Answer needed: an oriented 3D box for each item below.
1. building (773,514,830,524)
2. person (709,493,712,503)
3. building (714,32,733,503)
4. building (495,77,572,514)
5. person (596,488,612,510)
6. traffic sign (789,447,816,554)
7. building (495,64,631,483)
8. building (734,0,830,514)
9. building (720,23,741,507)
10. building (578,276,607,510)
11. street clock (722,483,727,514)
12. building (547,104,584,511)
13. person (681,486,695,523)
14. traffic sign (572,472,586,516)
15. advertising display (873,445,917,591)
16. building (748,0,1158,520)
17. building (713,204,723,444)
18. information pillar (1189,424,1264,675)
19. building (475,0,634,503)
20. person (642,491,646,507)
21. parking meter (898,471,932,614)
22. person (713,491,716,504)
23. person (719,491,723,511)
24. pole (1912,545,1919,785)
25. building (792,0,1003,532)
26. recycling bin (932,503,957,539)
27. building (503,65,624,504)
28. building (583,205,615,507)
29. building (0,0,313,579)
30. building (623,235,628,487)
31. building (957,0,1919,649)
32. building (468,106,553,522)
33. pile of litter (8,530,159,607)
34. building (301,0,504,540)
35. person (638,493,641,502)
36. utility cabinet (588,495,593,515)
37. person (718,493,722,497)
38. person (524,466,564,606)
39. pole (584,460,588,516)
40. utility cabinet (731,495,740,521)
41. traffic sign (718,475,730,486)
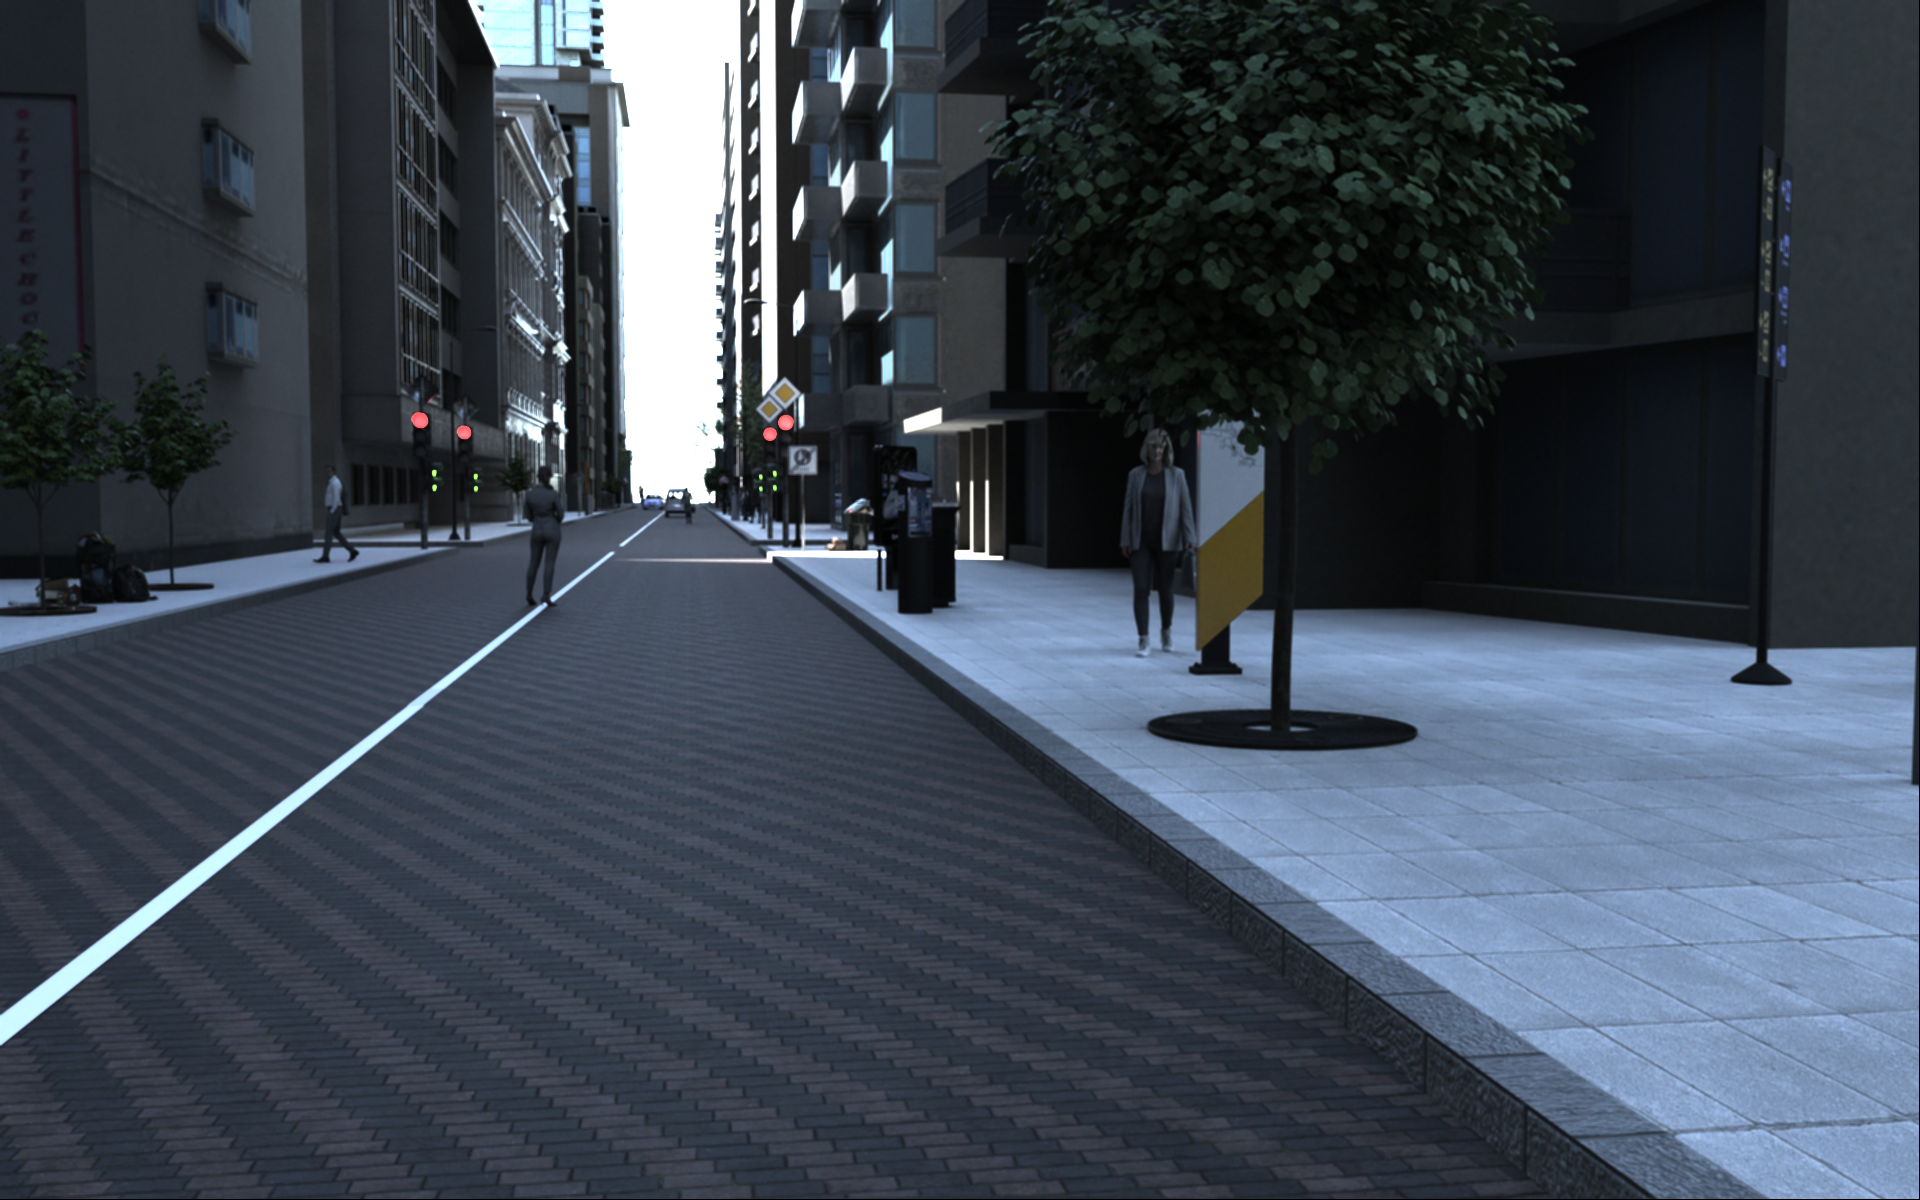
[{"bbox_3d":[-2.106,-26.359,81.085,14.600,45.320,14.200,-1,4,-9],"label":"building"},{"bbox_3d":[-35.939,-14.851,248.868,0.705,1.822,1.348,-1,4,-22],"label":"person"},{"bbox_3d":[-22.382,-56.491,236.300,22.319,86.520,31.000,-1,4,-9],"label":"building"},{"bbox_3d":[-32.044,-19.663,108.884,14.401,28.519,23.554,-1,4,-9],"label":"building"},{"bbox_3d":[-29.591,-8.435,144.041,1.350,1.814,0.705,-1,4,-14],"label":"person"},{"bbox_3d":[-3.329,-2.116,36.723,0.606,2.300,0.079,0,4,-1],"label":"traffic sign"},{"bbox_3d":[-55.939,-38.402,217.106,28.713,52.752,27.495,-1,4,-9],"label":"building"},{"bbox_3d":[-10.344,-29.657,135.002,14.600,45.320,14.200,-1,4,-9],"label":"building"},{"bbox_3d":[-15.013,-34.548,188.556,21.300,48.544,21.600,-1,4,-9],"label":"building"},{"bbox_3d":[-45.348,-18.615,149.397,27.650,21.520,28.899,-1,4,-9],"label":"building"},{"bbox_3d":[-14.940,-6.436,109.805,0.358,2.002,0.471,0,4,7],"label":"street clock"},{"bbox_3d":[-35.686,-21.784,127.865,14.160,30.474,14.107,-1,4,-9],"label":"building"},{"bbox_3d":[-13.473,-4.718,85.753,0.709,1.813,0.853,-1,4,-12],"label":"person"},{"bbox_3d":[-21.947,-6.094,99.735,0.768,2.556,0.104,0,4,-5],"label":"traffic sign"},{"bbox_3d":[-0.866,-1.107,23.316,0.123,1.923,0.974,2,4,28],"label":"advertising display"},{"bbox_3d":[-2.145,-27.909,110.936,22.147,44.769,28.867,-1,4,-9],"label":"building"},{"bbox_3d":[-26.738,-39.645,267.807,23.786,49.044,30.456,-1,4,-9],"label":"building"},{"bbox_3d":[1.908,-1.280,12.289,0.504,3.616,0.183,0,4,-8],"label":"information pillar"},{"bbox_3d":[-60.689,-57.952,260.180,22.319,86.520,31.000,-1,4,-9],"label":"building"},{"bbox_3d":[-34.996,-11.201,192.161,0.750,1.759,0.617,1,4,15],"label":"person"},{"bbox_3d":[-0.483,-0.626,18.651,0.372,1.533,0.369,0,3,0],"label":"parking meter"},{"bbox_3d":[-29.631,-12.481,210.822,1.217,1.736,0.721,-3,5,-43],"label":"person"},{"bbox_3d":[-18.023,-7.687,131.734,0.705,1.823,1.348,1,4,10],"label":"person"},{"bbox_3d":[4.304,-0.840,7.572,0.158,3.312,0.155,0,3,0],"label":"pole"},{"bbox_3d":[9.003,-27.216,64.598,30.456,49.044,23.786,-1,4,-9],"label":"building"},{"bbox_3d":[-0.401,-2.309,50.303,0.722,1.027,0.722,0,4,7],"label":"recycling bin"},{"bbox_3d":[-44.071,-32.713,184.974,14.600,45.320,14.200,-1,4,-9],"label":"building"},{"bbox_3d":[-41.745,-24.452,171.491,14.160,30.474,14.107,-1,4,-9],"label":"building"},{"bbox_3d":[-24.056,-24.695,27.462,21.600,48.544,21.300,-1,4,-9],"label":"building"},{"bbox_3d":[-53.591,-36.040,239.365,14.600,45.320,14.200,-1,4,-9],"label":"building"},{"bbox_3d":[11.377,-22.803,27.448,22.147,44.769,28.867,-1,4,-9],"label":"building"},{"bbox_3d":[-27.151,-15.357,87.248,11.583,22.565,21.152,-1,4,-9],"label":"building"},{"bbox_3d":[-10.351,-0.397,20.452,1.719,0.858,1.176,-3,4,-36],"label":"pile of litter"},{"bbox_3d":[-25.178,-14.835,61.623,14.314,24.678,30.058,-1,4,-9],"label":"building"},{"bbox_3d":[-51.125,-16.589,277.138,0.599,1.838,0.709,2,4,32],"label":"person"},{"bbox_3d":[-23.114,-5.928,108.078,0.306,1.237,1.020,0,4,-6],"label":"utility cabinet"},{"bbox_3d":[-23.617,-10.251,173.581,1.348,1.831,0.705,0,4,0],"label":"person"},{"bbox_3d":[-5.308,-0.818,22.155,0.520,1.790,0.573,0,4,-7],"label":"person"},{"bbox_3d":[-22.246,-6.684,103.119,0.158,3.312,0.155,0,3,0],"label":"pole"},{"bbox_3d":[-10.948,-4.480,84.405,0.306,1.237,1.020,0,4,2],"label":"utility cabinet"},{"bbox_3d":[-15.883,-7.122,116.549,0.768,2.556,0.104,0,4,-6],"label":"traffic sign"}]
